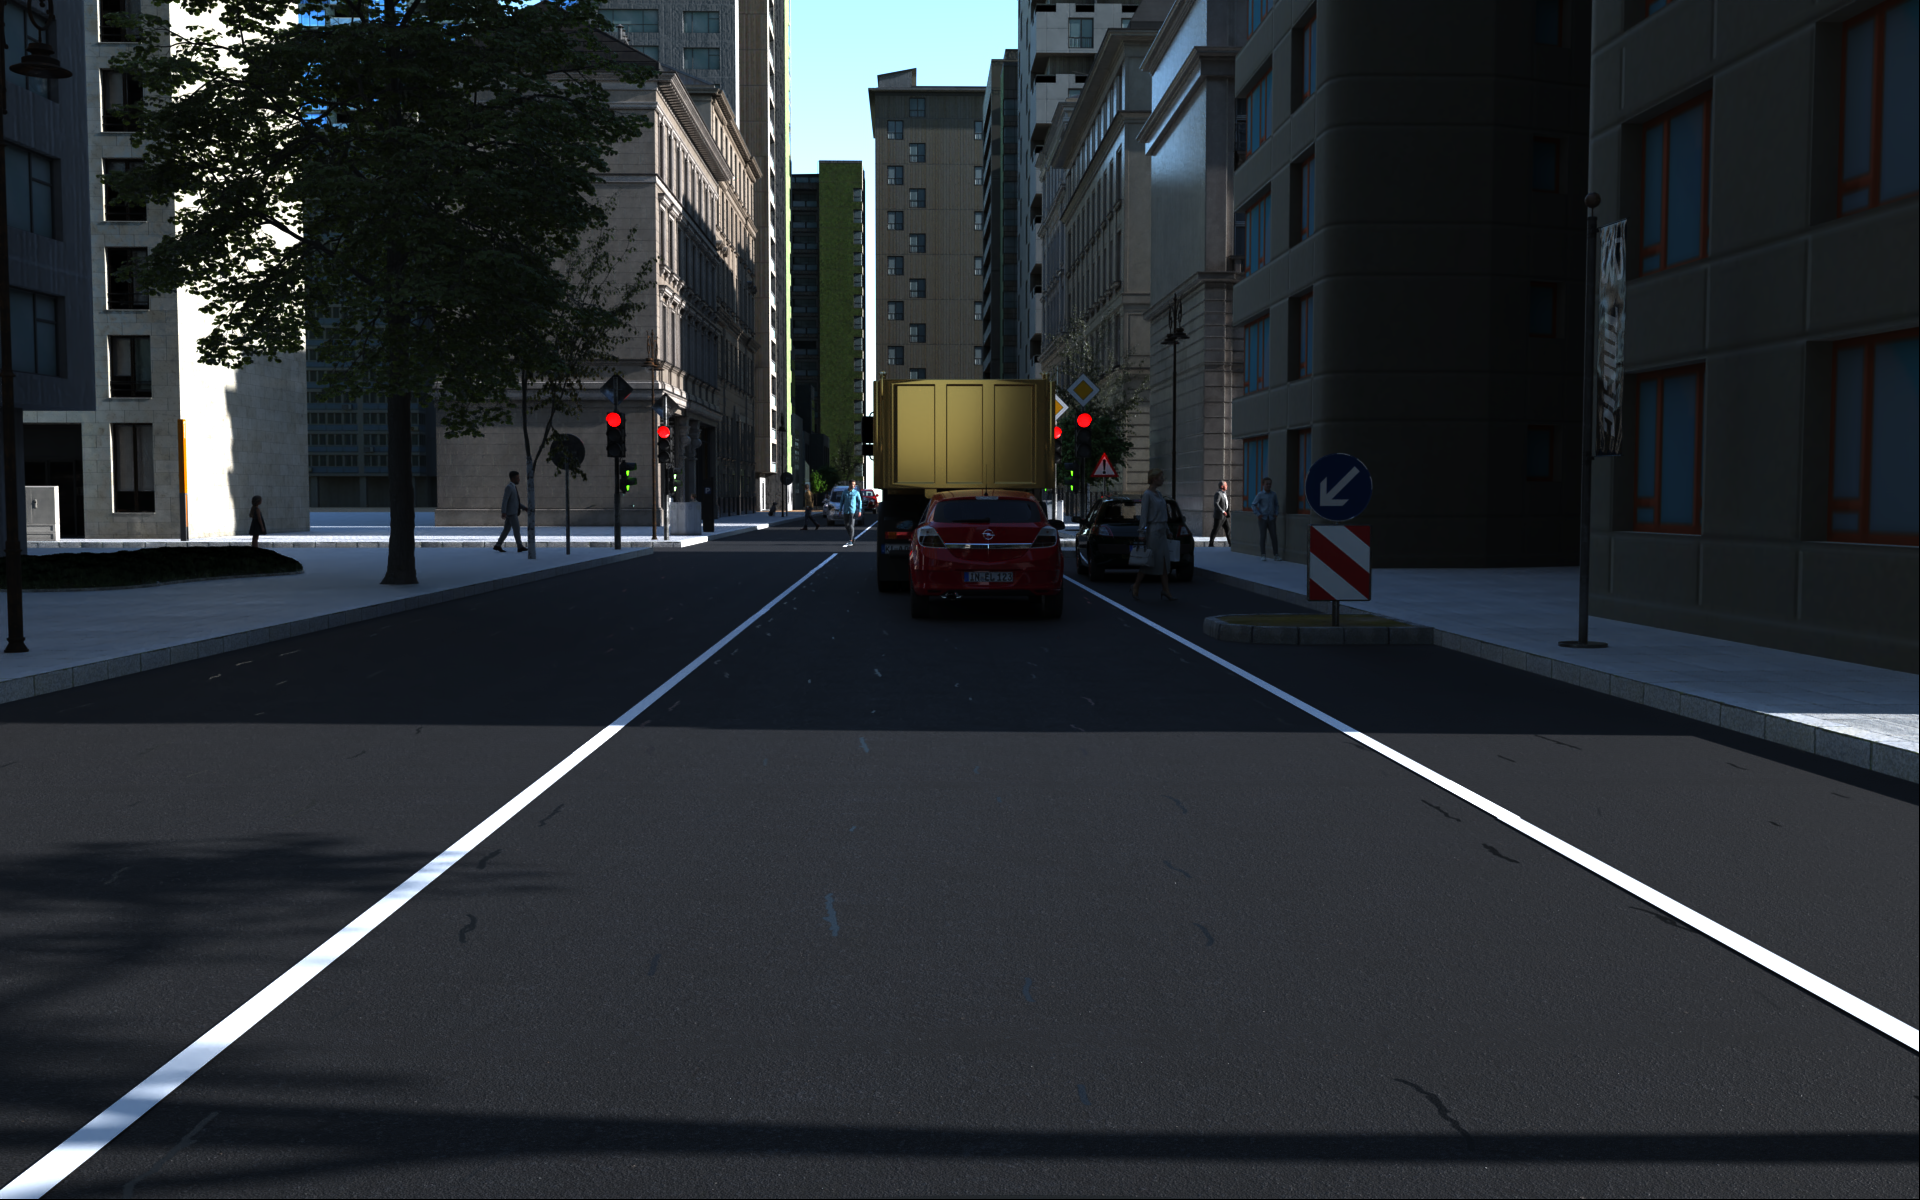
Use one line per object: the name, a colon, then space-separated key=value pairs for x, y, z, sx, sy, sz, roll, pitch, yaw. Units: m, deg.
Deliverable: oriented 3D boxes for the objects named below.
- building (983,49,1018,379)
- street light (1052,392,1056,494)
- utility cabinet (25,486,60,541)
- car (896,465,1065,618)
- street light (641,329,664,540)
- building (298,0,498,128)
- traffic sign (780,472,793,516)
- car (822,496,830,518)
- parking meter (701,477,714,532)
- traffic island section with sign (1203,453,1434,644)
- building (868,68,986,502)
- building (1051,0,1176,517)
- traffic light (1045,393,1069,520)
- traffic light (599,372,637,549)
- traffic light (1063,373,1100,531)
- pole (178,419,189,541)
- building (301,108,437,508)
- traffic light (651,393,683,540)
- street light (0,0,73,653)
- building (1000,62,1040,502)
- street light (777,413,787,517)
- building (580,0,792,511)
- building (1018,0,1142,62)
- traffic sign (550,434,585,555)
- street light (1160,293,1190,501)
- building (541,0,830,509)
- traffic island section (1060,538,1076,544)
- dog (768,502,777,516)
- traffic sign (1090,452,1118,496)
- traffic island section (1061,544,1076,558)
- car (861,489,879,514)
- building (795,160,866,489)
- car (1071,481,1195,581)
building: x=13.522 y=-34.414 z=186.369 sx=21.300 sy=48.544 sz=21.600 roll=0 pitch=4 yaw=-2
street light: x=3.991 y=-6.192 z=74.019 sx=0.468 sy=5.910 sz=1.993 roll=0 pitch=4 yaw=-2
utility cabinet: x=-25.077 y=-2.338 z=46.910 sx=1.173 sy=1.500 sz=0.318 roll=0 pitch=4 yaw=-8
car: x=0.272 y=-0.764 z=21.538 sx=2.155 sy=1.783 sz=4.494 roll=0 pitch=4 yaw=-1
street light: x=-8.622 y=-4.643 z=48.701 sx=0.468 sy=5.910 sz=1.993 roll=0 pitch=4 yaw=-2
building: x=-70.998 y=-55.309 z=216.979 sx=31.000 sy=86.520 sz=22.319 roll=0 pitch=4 yaw=-2
traffic sign: x=-9.993 y=-6.099 z=99.822 sx=0.768 sy=2.556 sz=0.104 roll=0 pitch=4 yaw=5
car: x=-7.458 y=-5.788 z=107.003 sx=2.083 sy=1.381 sz=4.827 roll=0 pitch=4 yaw=-1
parking meter: x=-8.528 y=-3.233 z=58.574 sx=0.399 sy=1.863 sz=0.255 roll=0 pitch=4 yaw=-1
traffic island section with sign: x=3.519 y=-0.540 z=17.454 sx=1.989 sy=1.847 sz=2.006 roll=0 pitch=4 yaw=-2
building: x=2.335 y=-38.795 z=223.537 sx=27.495 sy=52.752 sz=28.713 roll=0 pitch=4 yaw=-2
building: x=13.814 y=-15.581 z=88.039 sx=16.112 sy=22.955 sz=30.059 roll=0 pitch=4 yaw=-2
traffic light: x=2.621 y=-3.633 z=48.319 sx=0.839 sy=4.253 sz=0.868 roll=0 pitch=4 yaw=-2
traffic light: x=-7.915 y=-3.126 z=40.025 sx=0.839 sy=4.253 sz=0.868 roll=0 pitch=4 yaw=-2
traffic light: x=2.841 y=-3.145 z=40.337 sx=0.839 sy=4.253 sz=0.868 roll=0 pitch=4 yaw=-2
pole: x=-21.191 y=-3.266 z=47.243 sx=0.158 sy=3.312 sz=0.155 roll=0 pitch=3 yaw=0
building: x=-57.445 y=-29.843 z=179.806 sx=23.993 sy=40.220 sz=32.217 roll=0 pitch=4 yaw=-2
traffic light: x=-8.136 y=-3.614 z=48.007 sx=0.839 sy=4.253 sz=0.868 roll=0 pitch=4 yaw=-2
street light: x=-7.665 y=-2.514 z=13.891 sx=0.468 sy=5.910 sz=1.993 roll=0 pitch=4 yaw=-2
building: x=10.841 y=-29.626 z=167.975 sx=14.154 sy=41.232 sz=14.086 roll=0 pitch=4 yaw=-2
street light: x=-9.952 y=-7.601 z=97.063 sx=0.468 sy=5.910 sz=1.993 roll=0 pitch=4 yaw=-2
building: x=-20.164 y=-27.270 z=129.465 sx=14.154 sy=41.232 sz=14.086 roll=0 pitch=4 yaw=-2
building: x=19.008 y=-34.051 z=145.965 sx=28.713 sy=52.752 sz=27.495 roll=0 pitch=4 yaw=-2
traffic sign: x=-8.309 y=-2.235 z=36.651 sx=0.768 sy=2.556 sz=0.104 roll=0 pitch=4 yaw=5
street light: x=4.955 y=-4.113 z=40.031 sx=0.468 sy=5.910 sz=1.993 roll=0 pitch=4 yaw=-2
building: x=-30.091 y=-53.288 z=183.929 sx=31.000 sy=86.520 sz=22.319 roll=0 pitch=4 yaw=-2
traffic island section: x=2.661 y=-1.600 z=48.434 sx=2.009 sy=0.180 sz=2.903 roll=0 pitch=4 yaw=-2
dog: x=-10.908 y=-5.287 z=100.829 sx=0.513 sy=0.831 sz=0.800 roll=-1 pitch=4 yaw=-10
traffic sign: x=4.513 y=-3.314 z=54.188 sx=0.884 sy=2.594 sz=0.081 roll=0 pitch=4 yaw=6
traffic island section: x=2.882 y=-1.111 z=40.452 sx=2.009 sy=0.180 sz=2.903 roll=0 pitch=4 yaw=-2
car: x=-7.109 y=-7.259 z=127.357 sx=2.281 sy=1.827 sz=5.304 roll=0 pitch=4 yaw=-2
building: x=-18.723 y=-32.493 z=214.858 sx=14.086 sy=41.232 sz=14.154 roll=0 pitch=4 yaw=-2
car: x=2.959 y=-1.225 z=29.820 sx=2.009 sy=1.686 sz=4.222 roll=0 pitch=4 yaw=-1
